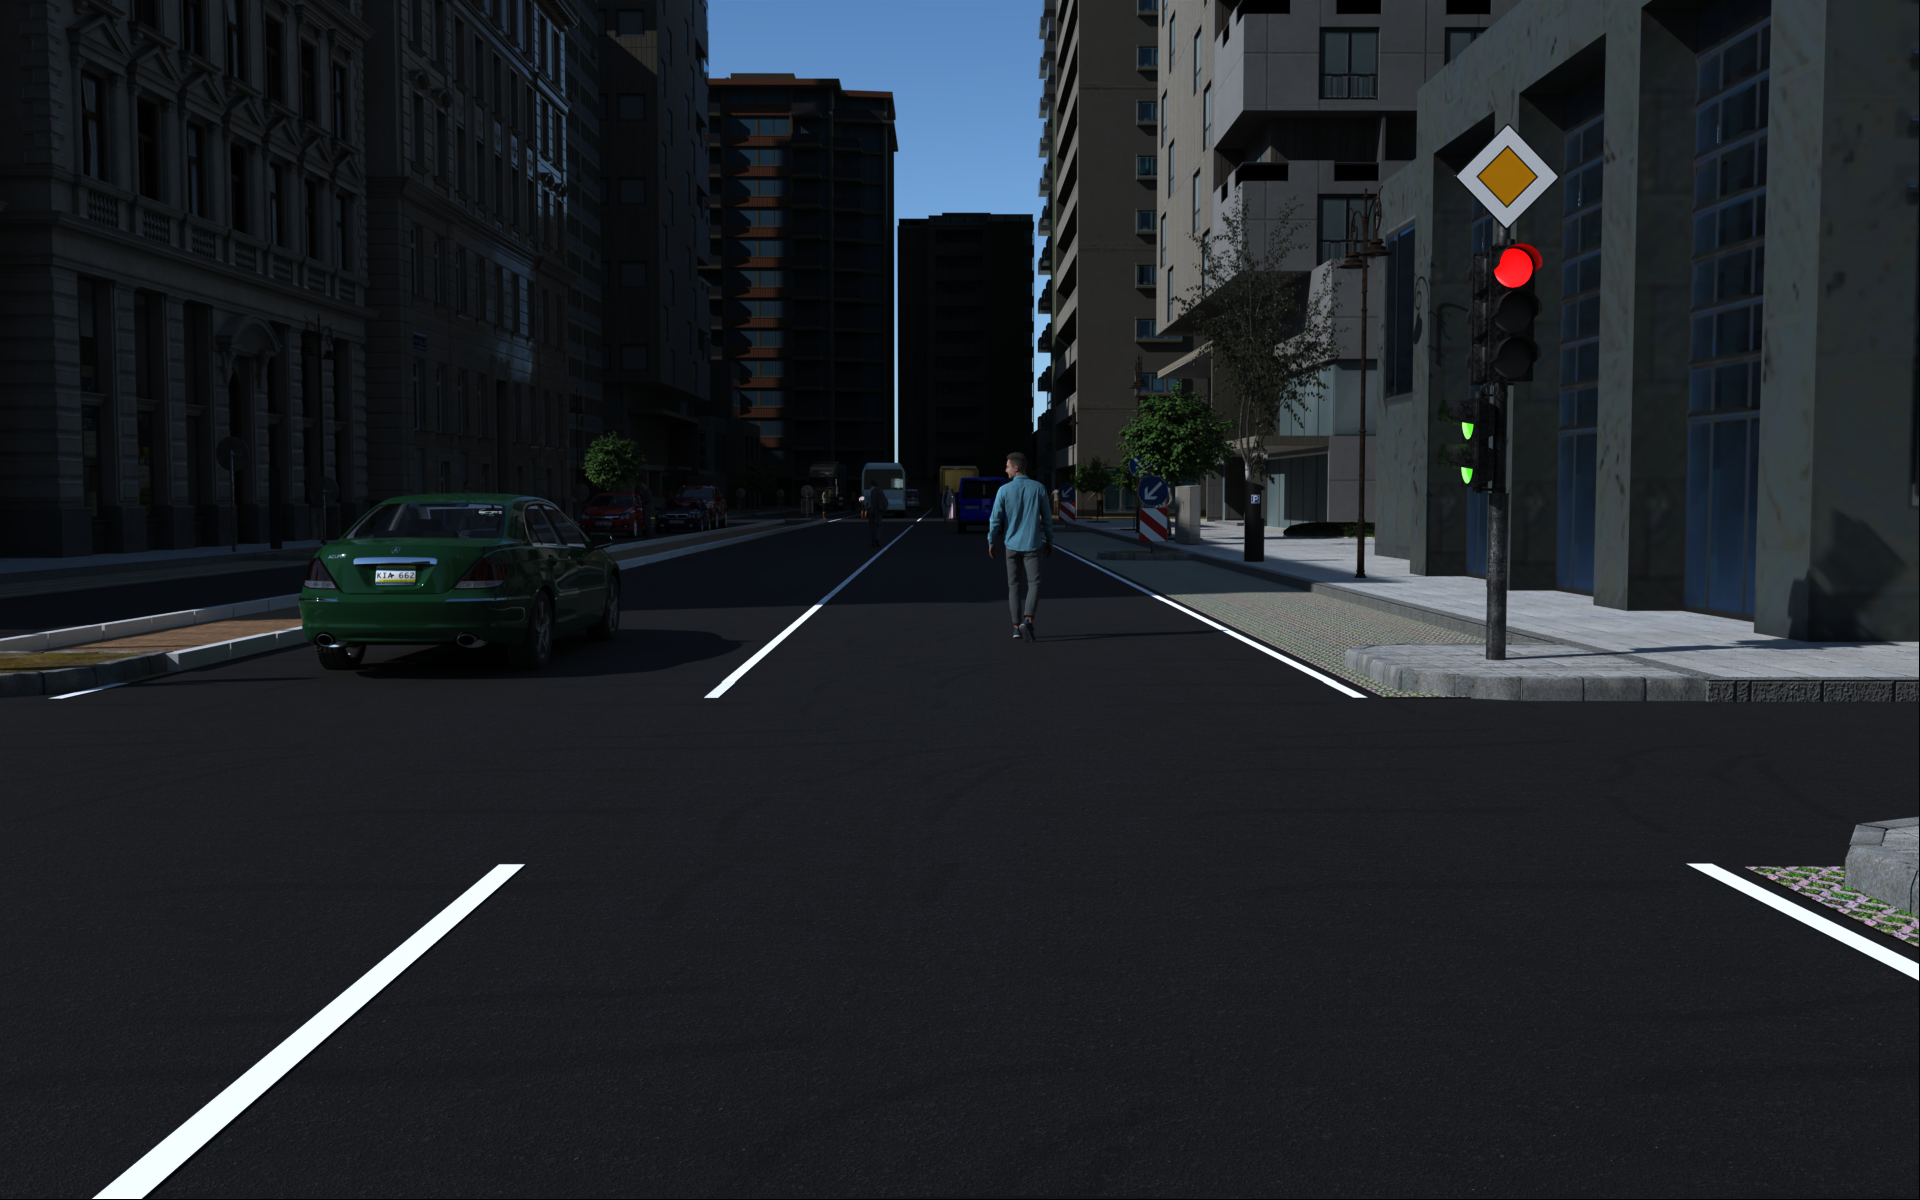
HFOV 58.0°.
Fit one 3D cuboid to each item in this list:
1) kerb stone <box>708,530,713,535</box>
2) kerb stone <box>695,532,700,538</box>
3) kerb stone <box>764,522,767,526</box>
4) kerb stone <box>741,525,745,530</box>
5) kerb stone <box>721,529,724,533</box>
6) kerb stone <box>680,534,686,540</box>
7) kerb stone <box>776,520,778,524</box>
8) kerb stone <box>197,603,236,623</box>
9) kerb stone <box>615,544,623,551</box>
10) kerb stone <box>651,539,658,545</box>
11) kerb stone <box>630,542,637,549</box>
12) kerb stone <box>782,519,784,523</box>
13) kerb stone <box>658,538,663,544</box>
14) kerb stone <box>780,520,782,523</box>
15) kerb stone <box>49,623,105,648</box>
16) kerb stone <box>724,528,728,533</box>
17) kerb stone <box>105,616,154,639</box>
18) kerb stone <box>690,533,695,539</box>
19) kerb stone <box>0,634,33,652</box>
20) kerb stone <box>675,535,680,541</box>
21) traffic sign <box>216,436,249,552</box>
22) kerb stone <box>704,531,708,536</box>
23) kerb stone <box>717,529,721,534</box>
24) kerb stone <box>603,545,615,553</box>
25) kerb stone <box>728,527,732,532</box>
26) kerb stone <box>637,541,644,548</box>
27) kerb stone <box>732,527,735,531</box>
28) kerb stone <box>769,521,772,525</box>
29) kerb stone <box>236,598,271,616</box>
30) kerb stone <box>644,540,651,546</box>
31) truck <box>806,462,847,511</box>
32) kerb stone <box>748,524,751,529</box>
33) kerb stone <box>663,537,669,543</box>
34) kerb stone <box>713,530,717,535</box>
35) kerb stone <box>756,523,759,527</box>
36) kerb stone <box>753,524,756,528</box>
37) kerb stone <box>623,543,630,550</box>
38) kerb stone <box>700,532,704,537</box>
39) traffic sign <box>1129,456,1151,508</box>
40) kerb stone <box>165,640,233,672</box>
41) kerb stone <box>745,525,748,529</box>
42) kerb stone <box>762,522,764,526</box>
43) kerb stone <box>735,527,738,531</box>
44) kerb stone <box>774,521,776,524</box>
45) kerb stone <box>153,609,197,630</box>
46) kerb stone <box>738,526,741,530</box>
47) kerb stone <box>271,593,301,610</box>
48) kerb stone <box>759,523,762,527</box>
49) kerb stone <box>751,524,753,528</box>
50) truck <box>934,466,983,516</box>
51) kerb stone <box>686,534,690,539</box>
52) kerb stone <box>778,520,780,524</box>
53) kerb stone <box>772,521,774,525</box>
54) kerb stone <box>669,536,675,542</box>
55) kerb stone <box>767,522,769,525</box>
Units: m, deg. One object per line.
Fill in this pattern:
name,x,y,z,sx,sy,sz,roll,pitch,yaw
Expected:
kerb stone,-8.721,-2.283,59.520,0.120,0.150,1.000,0,4,0
kerb stone,-8.695,-2.095,56.444,0.120,0.150,1.000,0,4,0
kerb stone,-8.818,-3.351,76.977,0.120,0.150,1.000,0,4,0
kerb stone,-8.772,-2.840,68.752,0.120,0.150,1.000,0,4,0
kerb stone,-8.732,-2.471,62.595,0.120,0.150,1.000,0,4,0
kerb stone,-8.673,-1.907,53.371,0.120,0.150,1.000,0,4,0
kerb stone,-8.857,-3.658,82.118,0.120,0.150,1.000,0,4,0
kerb stone,-8.468,0.164,19.534,0.120,0.150,1.000,0,4,0
kerb stone,-8.614,-1.281,43.140,0.120,0.150,1.000,0,4,0
kerb stone,-8.643,-1.594,48.260,0.120,0.150,1.000,0,4,0
kerb stone,-8.635,-1.406,45.185,0.120,0.150,1.000,0,4,0
kerb stone,-8.879,-3.851,85.185,0.120,0.150,1.000,0,4,0
kerb stone,-8.653,-1.657,49.282,0.120,0.150,1.000,0,4,0
kerb stone,-8.877,-3.788,84.163,0.120,0.150,1.000,0,4,0
kerb stone,-8.458,0.351,16.455,0.120,0.150,1.000,0,4,0
kerb stone,-8.747,-2.533,63.618,0.120,0.150,1.000,0,4,0
kerb stone,-8.450,0.288,17.483,0.120,0.150,1.000,0,4,0
kerb stone,-8.690,-2.032,55.422,0.120,0.150,1.000,0,4,0
kerb stone,-8.446,0.414,15.428,0.120,0.150,1.000,0,4,0
kerb stone,-8.673,-1.844,52.348,0.120,0.150,1.000,0,4,0
traffic sign,-16.099,-2.337,38.322,0.768,2.556,0.104,0,4,6
kerb stone,-8.712,-2.220,58.489,0.120,0.150,1.000,0,4,0
kerb stone,-8.727,-2.406,61.573,0.120,0.150,1.000,0,4,0
kerb stone,-8.605,-1.217,42.118,0.120,0.150,1.000,0,4,0
kerb stone,-8.740,-2.596,64.645,0.120,0.150,1.000,0,4,0
kerb stone,-8.636,-1.468,46.207,0.120,0.150,1.000,0,4,0
kerb stone,-8.753,-2.659,65.670,0.120,0.150,1.000,0,4,0
kerb stone,-8.827,-3.476,79.022,0.120,0.150,1.000,0,4,0
kerb stone,-8.474,0.101,20.567,0.120,0.150,1.000,0,4,0
kerb stone,-8.641,-1.531,47.235,0.120,0.150,1.000,0,4,0
truck,-11.574,-9.937,151.384,2.839,4.237,11.283,0,4,1
kerb stone,-8.779,-2.970,70.820,0.120,0.150,1.000,0,4,0
kerb stone,-8.667,-1.712,50.304,0.120,0.150,1.000,0,4,0
kerb stone,-8.722,-2.346,60.551,0.120,0.150,1.000,0,4,0
kerb stone,-8.802,-3.160,73.890,0.120,0.150,1.000,0,4,0
kerb stone,-8.794,-3.099,72.864,0.120,0.150,1.000,0,4,0
kerb stone,-8.622,-1.344,44.162,0.120,0.150,1.000,0,4,0
kerb stone,-8.698,-2.157,57.467,0.120,0.150,1.000,0,4,0
traffic sign,5.617,-3.284,53.792,0.768,2.556,0.104,0,3,0
kerb stone,-6.345,0.476,14.419,0.120,0.150,1.000,0,4,0
kerb stone,-8.781,-2.911,69.784,0.120,0.150,1.000,0,4,0
kerb stone,-8.815,-3.288,75.955,0.120,0.150,1.000,0,4,0
kerb stone,-8.759,-2.722,66.698,0.120,0.150,1.000,0,4,0
kerb stone,-8.846,-3.602,81.086,0.120,0.150,1.000,0,4,0
kerb stone,-8.466,0.226,18.512,0.120,0.150,1.000,0,4,0
kerb stone,-8.775,-2.784,67.729,0.120,0.150,1.000,0,4,0
kerb stone,-8.479,0.037,21.591,0.120,0.150,1.000,0,4,0
kerb stone,-8.805,-3.224,74.925,0.120,0.150,1.000,0,4,0
kerb stone,-8.792,-3.037,71.842,0.120,0.150,1.000,0,4,0
truck,-0.092,-7.478,118.196,3.469,3.379,9.791,0,4,-1
kerb stone,-8.691,-1.969,54.394,0.120,0.150,1.000,0,4,0
kerb stone,-8.863,-3.728,83.140,0.120,0.150,1.000,0,4,0
kerb stone,-8.839,-3.535,80.053,0.120,0.150,1.000,0,4,0
kerb stone,-8.673,-1.782,51.326,0.120,0.150,1.000,0,4,0
kerb stone,-8.831,-3.413,77.999,0.120,0.150,1.000,0,4,0
